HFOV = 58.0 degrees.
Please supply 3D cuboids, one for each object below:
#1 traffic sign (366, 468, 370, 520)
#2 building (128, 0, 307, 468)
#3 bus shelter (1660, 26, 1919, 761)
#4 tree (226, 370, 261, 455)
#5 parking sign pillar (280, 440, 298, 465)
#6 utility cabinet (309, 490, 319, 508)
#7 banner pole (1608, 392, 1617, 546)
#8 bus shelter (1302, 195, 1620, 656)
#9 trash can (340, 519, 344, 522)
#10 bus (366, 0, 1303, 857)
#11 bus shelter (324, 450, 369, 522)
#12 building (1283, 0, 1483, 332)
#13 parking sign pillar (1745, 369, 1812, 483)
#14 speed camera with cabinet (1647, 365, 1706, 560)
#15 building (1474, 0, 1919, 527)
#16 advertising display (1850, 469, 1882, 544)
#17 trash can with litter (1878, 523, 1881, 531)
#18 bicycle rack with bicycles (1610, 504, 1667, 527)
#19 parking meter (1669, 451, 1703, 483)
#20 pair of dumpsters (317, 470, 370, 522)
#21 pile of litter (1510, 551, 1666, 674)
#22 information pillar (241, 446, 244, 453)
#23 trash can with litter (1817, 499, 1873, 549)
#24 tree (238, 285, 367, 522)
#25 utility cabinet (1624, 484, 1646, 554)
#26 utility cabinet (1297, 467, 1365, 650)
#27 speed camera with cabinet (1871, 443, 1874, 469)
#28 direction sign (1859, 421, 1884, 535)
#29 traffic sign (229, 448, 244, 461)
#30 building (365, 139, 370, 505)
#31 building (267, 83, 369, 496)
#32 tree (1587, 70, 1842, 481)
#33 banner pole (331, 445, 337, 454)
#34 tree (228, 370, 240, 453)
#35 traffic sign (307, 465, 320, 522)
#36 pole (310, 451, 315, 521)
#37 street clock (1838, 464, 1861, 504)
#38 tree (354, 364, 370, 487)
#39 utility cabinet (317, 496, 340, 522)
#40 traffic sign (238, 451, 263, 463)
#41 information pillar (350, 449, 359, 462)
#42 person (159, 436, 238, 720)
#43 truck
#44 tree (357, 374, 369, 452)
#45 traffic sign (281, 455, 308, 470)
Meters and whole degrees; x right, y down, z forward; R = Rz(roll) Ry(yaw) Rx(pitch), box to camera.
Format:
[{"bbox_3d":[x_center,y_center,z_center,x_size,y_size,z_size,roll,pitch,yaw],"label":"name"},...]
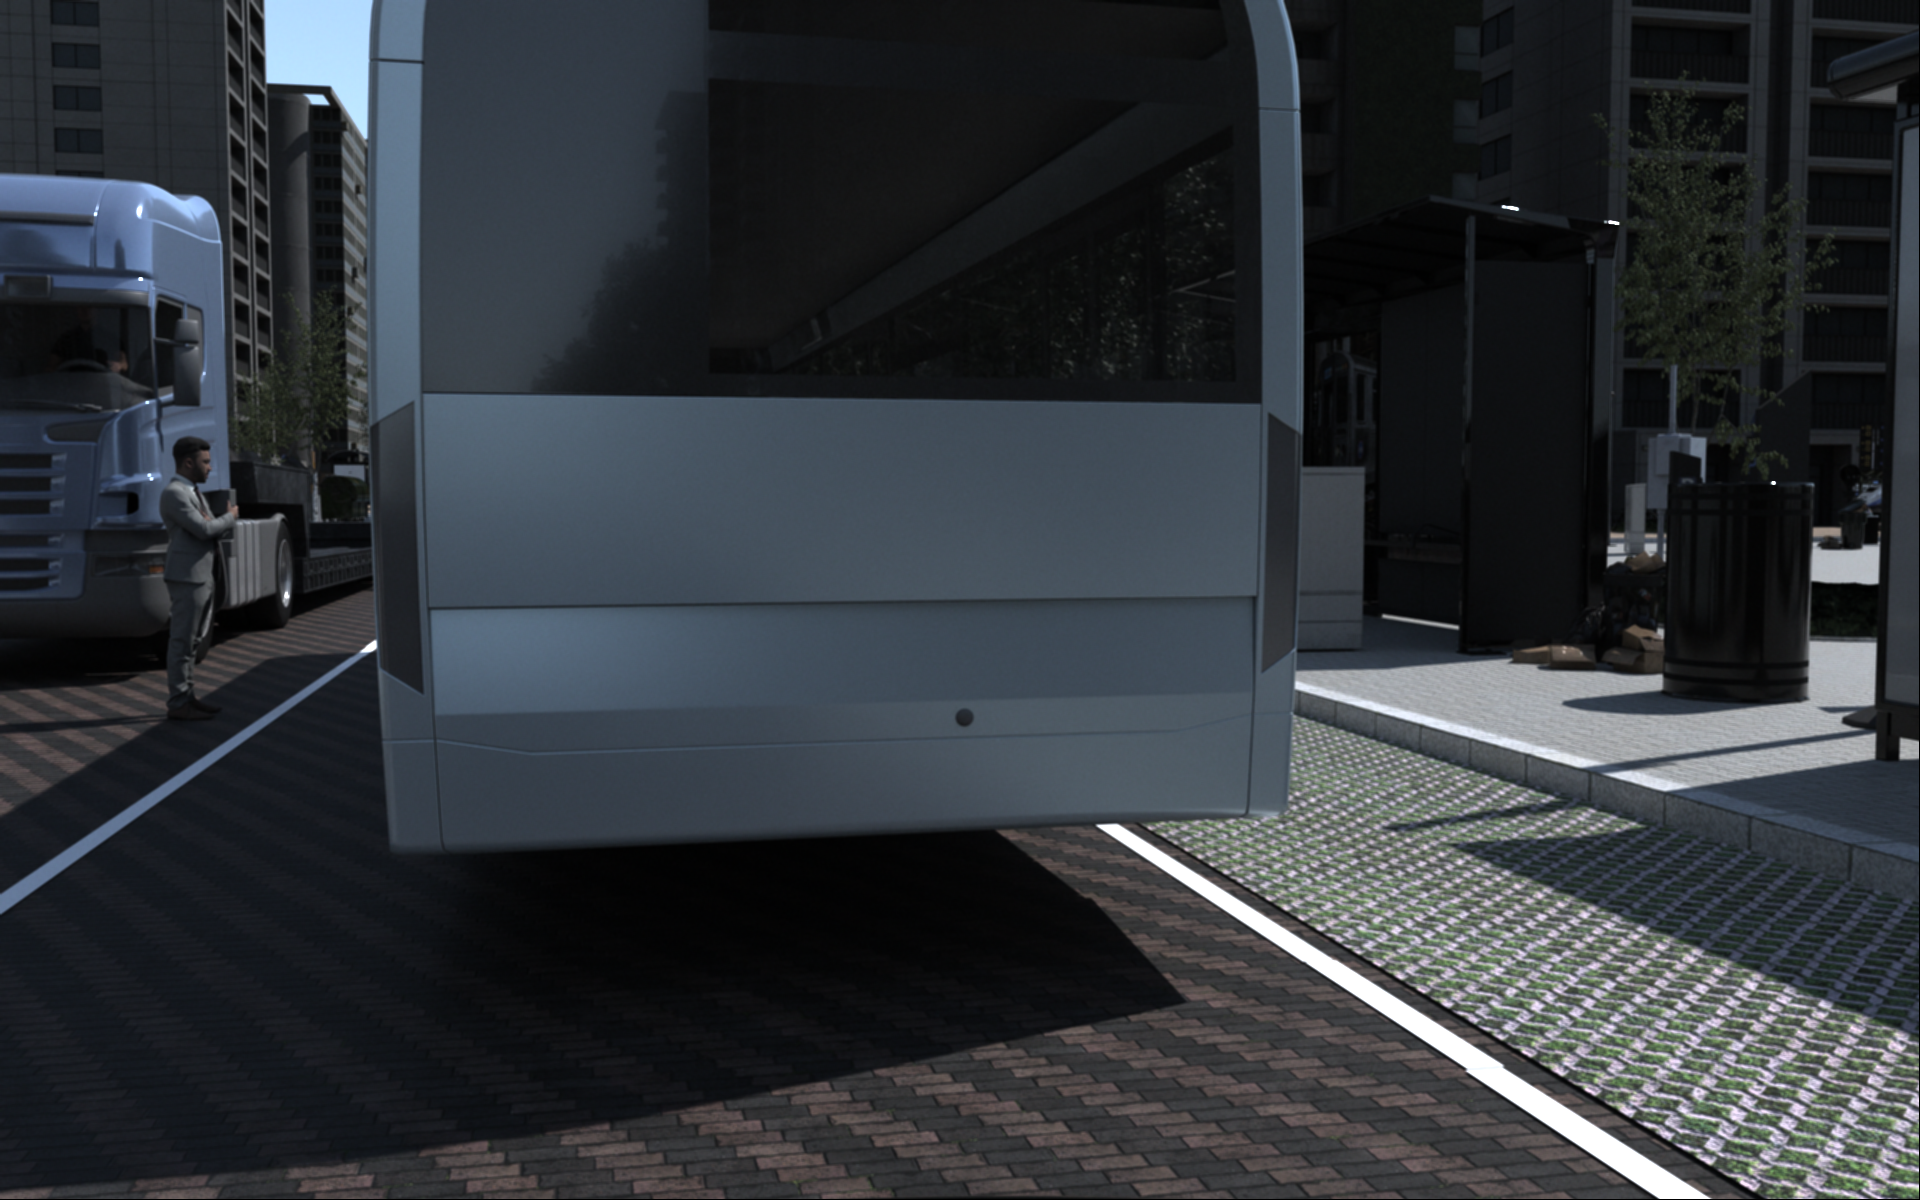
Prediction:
[{"bbox_3d":[-29.578,-5.283,86.383,0.884,2.594,0.081,0,4,-3],"label":"traffic sign"},{"bbox_3d":[-58.139,-41.800,121.684,20.563,71.187,20.611,-1,4,-12],"label":"building"},{"bbox_3d":[5.509,-1.794,6.964,2.179,5.291,8.768,-1,4,-12],"label":"bus shelter"},{"bbox_3d":[-44.225,-9.396,103.994,4.360,8.622,3.978,0,3,0],"label":"tree"},{"bbox_3d":[-32.661,-5.866,84.377,1.447,3.967,1.447,0,4,-2],"label":"parking sign pillar"},{"bbox_3d":[-33.221,-4.856,88.066,1.173,1.500,0.318,-2,4,-31],"label":"utility cabinet"},{"bbox_3d":[16.088,-3.230,42.831,0.401,3.779,0.863,1,4,23],"label":"banner pole"},{"bbox_3d":[3.888,-1.564,16.851,1.731,3.624,6.357,-1,4,-12],"label":"bus shelter"},{"bbox_3d":[-27.310,-3.926,75.844,0.748,1.137,0.748,0,3,0],"label":"trash can"},{"bbox_3d":[-1.784,-0.994,11.111,2.948,3.499,13.247,-1,4,-13],"label":"bus"},{"bbox_3d":[-28.616,-5.388,82.016,2.014,3.302,5.546,-1,4,-12],"label":"bus shelter"},{"bbox_3d":[10.076,-17.999,65.992,14.107,30.474,14.160,-1,4,-12],"label":"building"},{"bbox_3d":[17.677,-2.996,37.462,1.447,3.967,1.447,-1,4,-15],"label":"parking sign pillar"},{"bbox_3d":[11.550,-1.954,26.287,0.660,3.252,2.038,-3,5,-42],"label":"speed camera with cabinet"},{"bbox_3d":[33.635,-38.998,75.875,20.611,71.187,20.563,-1,4,-12],"label":"building"},{"bbox_3d":[23.389,-2.401,44.474,0.974,1.923,0.123,1,4,16],"label":"advertising display"},{"bbox_3d":[32.179,-2.979,60.100,1.055,1.170,0.624,1,4,18],"label":"trash can with litter"},{"bbox_3d":[24.199,-2.975,62.018,2.852,0.926,2.925,-1,4,-10],"label":"bicycle rack with bicycles"},{"bbox_3d":[9.858,-1.091,23.552,0.399,1.863,0.255,0,4,8],"label":"parking meter"},{"bbox_3d":[-24.285,-4.021,68.230,1.574,2.255,4.437,-1,4,-12],"label":"pair of dumpsters"},{"bbox_3d":[4.856,0.071,12.798,1.176,0.858,1.719,-1,4,-19],"label":"pile of litter"},{"bbox_3d":[-34.846,-5.681,84.235,0.183,3.616,0.504,-2,4,-30],"label":"information pillar"},{"bbox_3d":[20.528,-1.761,40.187,1.055,1.170,0.624,-1,4,-9],"label":"trash can with litter"},{"bbox_3d":[-22.864,-6.771,61.067,4.737,8.622,4.395,0,3,0],"label":"tree"},{"bbox_3d":[14.344,-1.722,36.840,0.318,1.500,1.173,1,4,16],"label":"utility cabinet"},{"bbox_3d":[2.677,-0.333,14.131,1.173,1.500,0.318,-1,4,-9],"label":"utility cabinet"},{"bbox_3d":[35.794,-4.426,66.706,2.038,3.252,0.660,1,4,12],"label":"speed camera with cabinet"},{"bbox_3d":[28.521,-3.793,54.017,0.876,3.537,0.379,2,4,30],"label":"direction sign"},{"bbox_3d":[-15.323,-1.997,36.290,0.795,2.450,0.064,-1,4,-12],"label":"traffic sign"},{"bbox_3d":[-76.125,-34.332,215.952,28.867,44.769,22.147,-1,4,-12],"label":"building"},{"bbox_3d":[-67.649,-28.640,160.145,23.993,40.220,32.217,-1,4,-12],"label":"building"},{"bbox_3d":[12.861,-4.894,30.378,4.737,8.622,4.395,0,3,0],"label":"tree"},{"bbox_3d":[-31.988,-6.047,88.891,0.863,3.779,0.401,1,4,16],"label":"banner pole"},{"bbox_3d":[-39.467,-9.017,97.785,4.737,8.622,4.395,0,3,0],"label":"tree"},{"bbox_3d":[-25.737,-4.126,68.642,0.795,2.450,0.064,0,4,-8],"label":"traffic sign"},{"bbox_3d":[-30.931,-5.443,82.830,0.158,3.312,0.155,0,3,0],"label":"pole"},{"bbox_3d":[21.760,-2.315,42.416,0.471,2.002,0.358,1,4,17],"label":"street clock"},{"bbox_3d":[-30.450,-8.705,92.684,4.360,8.622,3.978,0,3,0],"label":"tree"},{"bbox_3d":[-27.138,-3.860,74.266,0.306,1.237,1.020,3,5,42],"label":"utility cabinet"},{"bbox_3d":[-20.949,-3.116,51.057,0.768,2.556,0.104,-1,4,-12],"label":"traffic sign"},{"bbox_3d":[-31.095,-5.973,89.017,0.183,3.616,0.504,3,5,42],"label":"information pillar"},{"bbox_3d":[-4.873,-0.149,11.121,0.466,1.800,0.511,-2,4,-25],"label":"person"},{"bbox_3d":[-9.015,-1.923,21.202,2.967,4.110,18.799,-1,4,-12],"label":"truck"},{"bbox_3d":[-34.318,-11.903,111.623,9.611,12.733,9.660,0,3,0],"label":"tree"},{"bbox_3d":[-16.983,-2.475,44.101,0.795,2.450,0.064,-1,4,-12],"label":"traffic sign"}]
